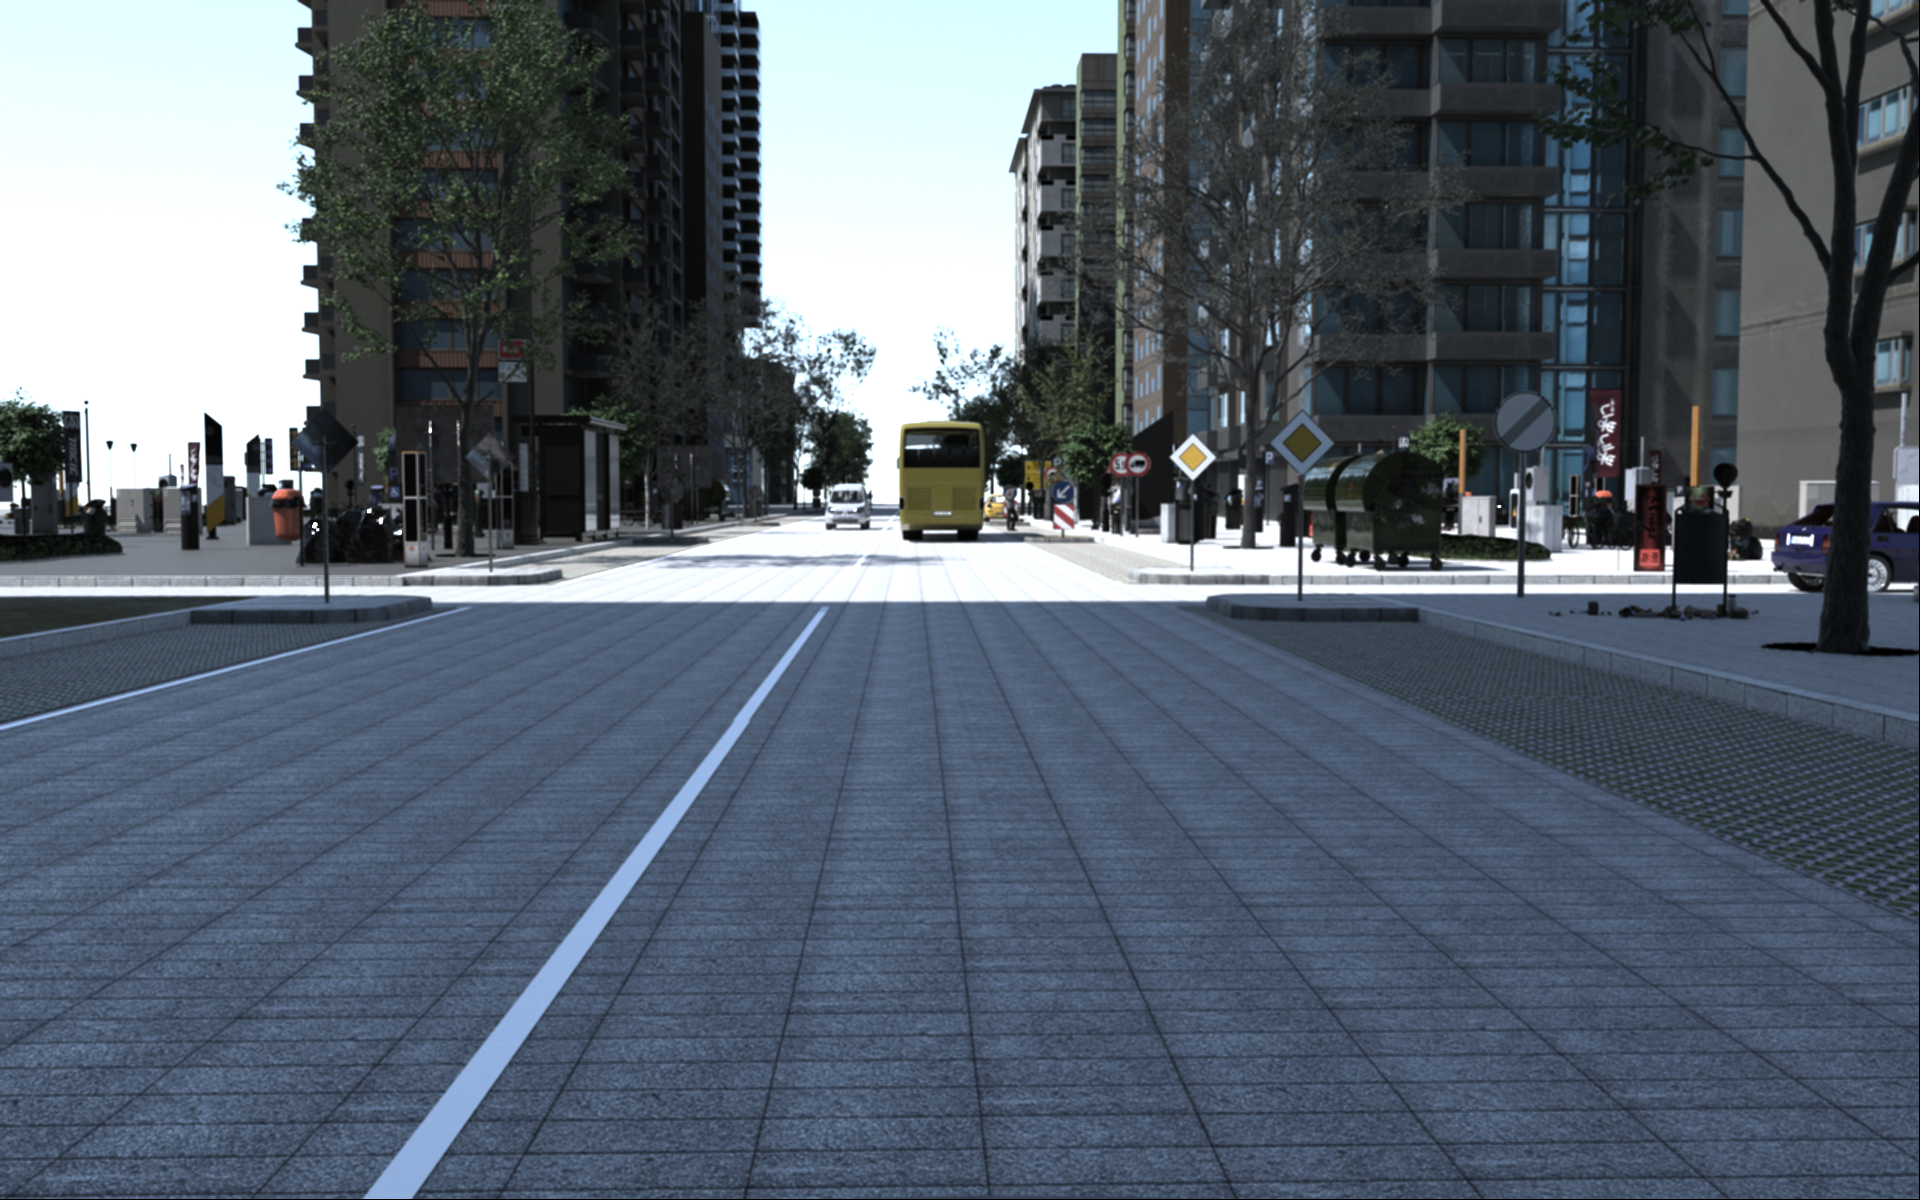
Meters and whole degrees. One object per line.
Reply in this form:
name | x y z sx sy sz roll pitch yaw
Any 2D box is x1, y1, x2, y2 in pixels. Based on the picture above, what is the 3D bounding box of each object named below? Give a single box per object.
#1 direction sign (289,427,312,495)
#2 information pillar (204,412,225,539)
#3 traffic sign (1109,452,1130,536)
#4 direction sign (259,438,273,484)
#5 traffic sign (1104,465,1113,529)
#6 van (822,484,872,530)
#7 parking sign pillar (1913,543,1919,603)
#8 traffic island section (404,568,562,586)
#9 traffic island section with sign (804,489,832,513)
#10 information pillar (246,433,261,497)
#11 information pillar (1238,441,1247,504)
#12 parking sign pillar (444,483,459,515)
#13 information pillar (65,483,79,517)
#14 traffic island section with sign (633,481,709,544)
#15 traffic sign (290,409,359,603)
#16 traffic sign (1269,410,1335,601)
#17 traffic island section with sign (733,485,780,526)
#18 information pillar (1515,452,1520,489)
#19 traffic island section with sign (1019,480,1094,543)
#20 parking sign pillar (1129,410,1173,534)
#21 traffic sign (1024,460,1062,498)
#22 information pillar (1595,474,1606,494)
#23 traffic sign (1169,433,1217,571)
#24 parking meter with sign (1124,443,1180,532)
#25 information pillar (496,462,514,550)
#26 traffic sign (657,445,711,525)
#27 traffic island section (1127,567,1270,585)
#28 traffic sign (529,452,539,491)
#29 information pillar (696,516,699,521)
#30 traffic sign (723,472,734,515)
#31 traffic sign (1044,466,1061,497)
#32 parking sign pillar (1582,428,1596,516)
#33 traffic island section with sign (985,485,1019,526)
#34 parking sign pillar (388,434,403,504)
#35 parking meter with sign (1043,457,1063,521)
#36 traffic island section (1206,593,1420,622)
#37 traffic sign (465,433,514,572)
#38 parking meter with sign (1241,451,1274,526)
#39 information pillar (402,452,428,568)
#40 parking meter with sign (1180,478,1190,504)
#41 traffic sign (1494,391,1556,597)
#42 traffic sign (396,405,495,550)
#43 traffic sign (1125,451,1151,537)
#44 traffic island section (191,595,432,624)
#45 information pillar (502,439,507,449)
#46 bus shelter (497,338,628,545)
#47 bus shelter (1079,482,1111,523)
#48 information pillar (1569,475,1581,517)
direction sign | -22.363 -4.085 58.783 0.876 3.537 0.379 1 4 17
information pillar | -21.125 -3.529 49.046 0.504 3.616 0.183 -1 4 -22
traffic sign | 4.912 -3.210 52.589 0.768 2.556 0.104 0 4 7
direction sign | -28.136 -4.769 69.975 0.876 3.537 0.379 1 4 11
traffic sign | 5.575 -3.876 63.376 0.884 2.594 0.081 0 4 1
van | -4.573 -3.901 70.790 2.013 2.044 4.112 0 4 0
parking sign pillar | 12.053 -1.946 20.283 1.447 3.967 1.447 -3 5 -42
traffic island section | -7.719 -0.376 28.430 2.009 0.180 2.903 0 4 -2
traffic island section with sign | -10.564 -7.329 128.450 1.989 1.847 2.006 0 4 -2
information pillar | -27.030 -4.585 66.317 0.504 3.616 0.183 -2 4 -28
information pillar | 12.096 -5.046 73.863 0.183 3.616 0.504 -3 5 -43
parking sign pillar | -23.053 -5.538 79.017 1.447 3.967 1.447 1 4 10
information pillar | -36.780 -4.910 71.638 0.504 3.616 0.183 -2 4 -27
traffic island section with sign | -8.334 -2.540 50.149 1.989 1.847 2.006 0 4 -2
traffic sign | -7.469 -1.024 20.387 0.795 2.450 0.064 0 4 -2
traffic sign | 4.071 -1.043 20.692 0.795 2.450 0.064 0 4 -2
traffic island section with sign | -9.129 -4.226 77.719 1.989 1.847 2.006 0 4 -2
information pillar | 22.126 -4.712 68.398 0.504 3.616 0.183 -2 4 -27
traffic island section with sign | 2.896 -2.617 51.422 1.989 1.847 2.006 0 4 -2
parking sign pillar | 6.167 -4.104 55.567 1.447 3.967 1.447 0 4 2
traffic sign | 5.002 -6.753 104.283 2.265 3.308 0.079 0 4 1
information pillar | 21.995 -3.365 59.517 0.304 2.012 0.304 2 4 28
traffic sign | 3.845 -1.531 28.674 0.795 2.450 0.064 0 4 -2
parking meter with sign | 6.526 -3.862 59.407 1.738 3.016 0.543 -1 4 -12
information pillar | -10.562 -2.183 40.190 0.304 2.012 0.304 -3 5 -39
traffic sign | -11.430 -4.765 71.781 2.265 3.308 0.079 0 4 3
traffic island section | 3.868 -0.396 28.752 2.009 0.180 2.903 0 4 -2
traffic sign | -12.901 -3.221 52.761 0.768 2.556 0.104 0 4 1
information pillar | -12.529 -5.592 82.782 0.183 3.616 0.504 0 4 -7
traffic sign | -13.720 -6.233 101.917 0.884 2.594 0.081 0 4 6
traffic sign | 4.251 -4.860 79.573 0.768 2.556 0.104 0 4 4
parking sign pillar | 25.655 -5.005 70.301 1.447 3.967 1.447 0 4 6
traffic island section with sign | 2.131 -4.278 78.578 1.989 1.847 2.006 0 4 -2
parking sign pillar | -17.730 -4.077 55.130 1.447 3.967 1.447 0 4 7
parking meter with sign | 4.419 -5.321 83.258 0.543 3.016 1.738 -1 4 -14
traffic island section | 4.095 0.092 20.770 2.009 0.180 2.903 0 4 -2
traffic sign | -7.695 -1.512 28.369 0.795 2.450 0.064 0 4 -2
parking meter with sign | 12.016 -4.564 70.890 0.543 3.016 1.738 -2 4 -35
information pillar | -9.491 -1.571 30.176 0.304 2.012 0.304 1 4 11
parking meter with sign | 10.307 -5.104 79.717 0.543 3.016 1.738 3 5 44
traffic sign | 6.979 -1.308 21.484 0.768 2.556 0.104 0 4 1
traffic sign | -11.768 -2.798 39.621 2.265 3.308 0.079 0 4 2
traffic sign | 5.240 -3.123 51.173 0.768 2.556 0.104 0 4 -1
traffic island section | -7.492 0.112 20.448 2.009 0.180 2.903 0 4 -2
information pillar | -19.395 -5.042 73.785 0.183 3.616 0.504 -2 4 -32
bus shelter | -10.898 -4.267 47.396 2.179 5.291 8.768 0 4 -2
bus shelter | 6.319 -5.446 80.330 1.731 3.624 6.357 0 4 -2
information pillar | 23.862 -3.836 67.214 0.304 2.012 0.304 3 5 41
